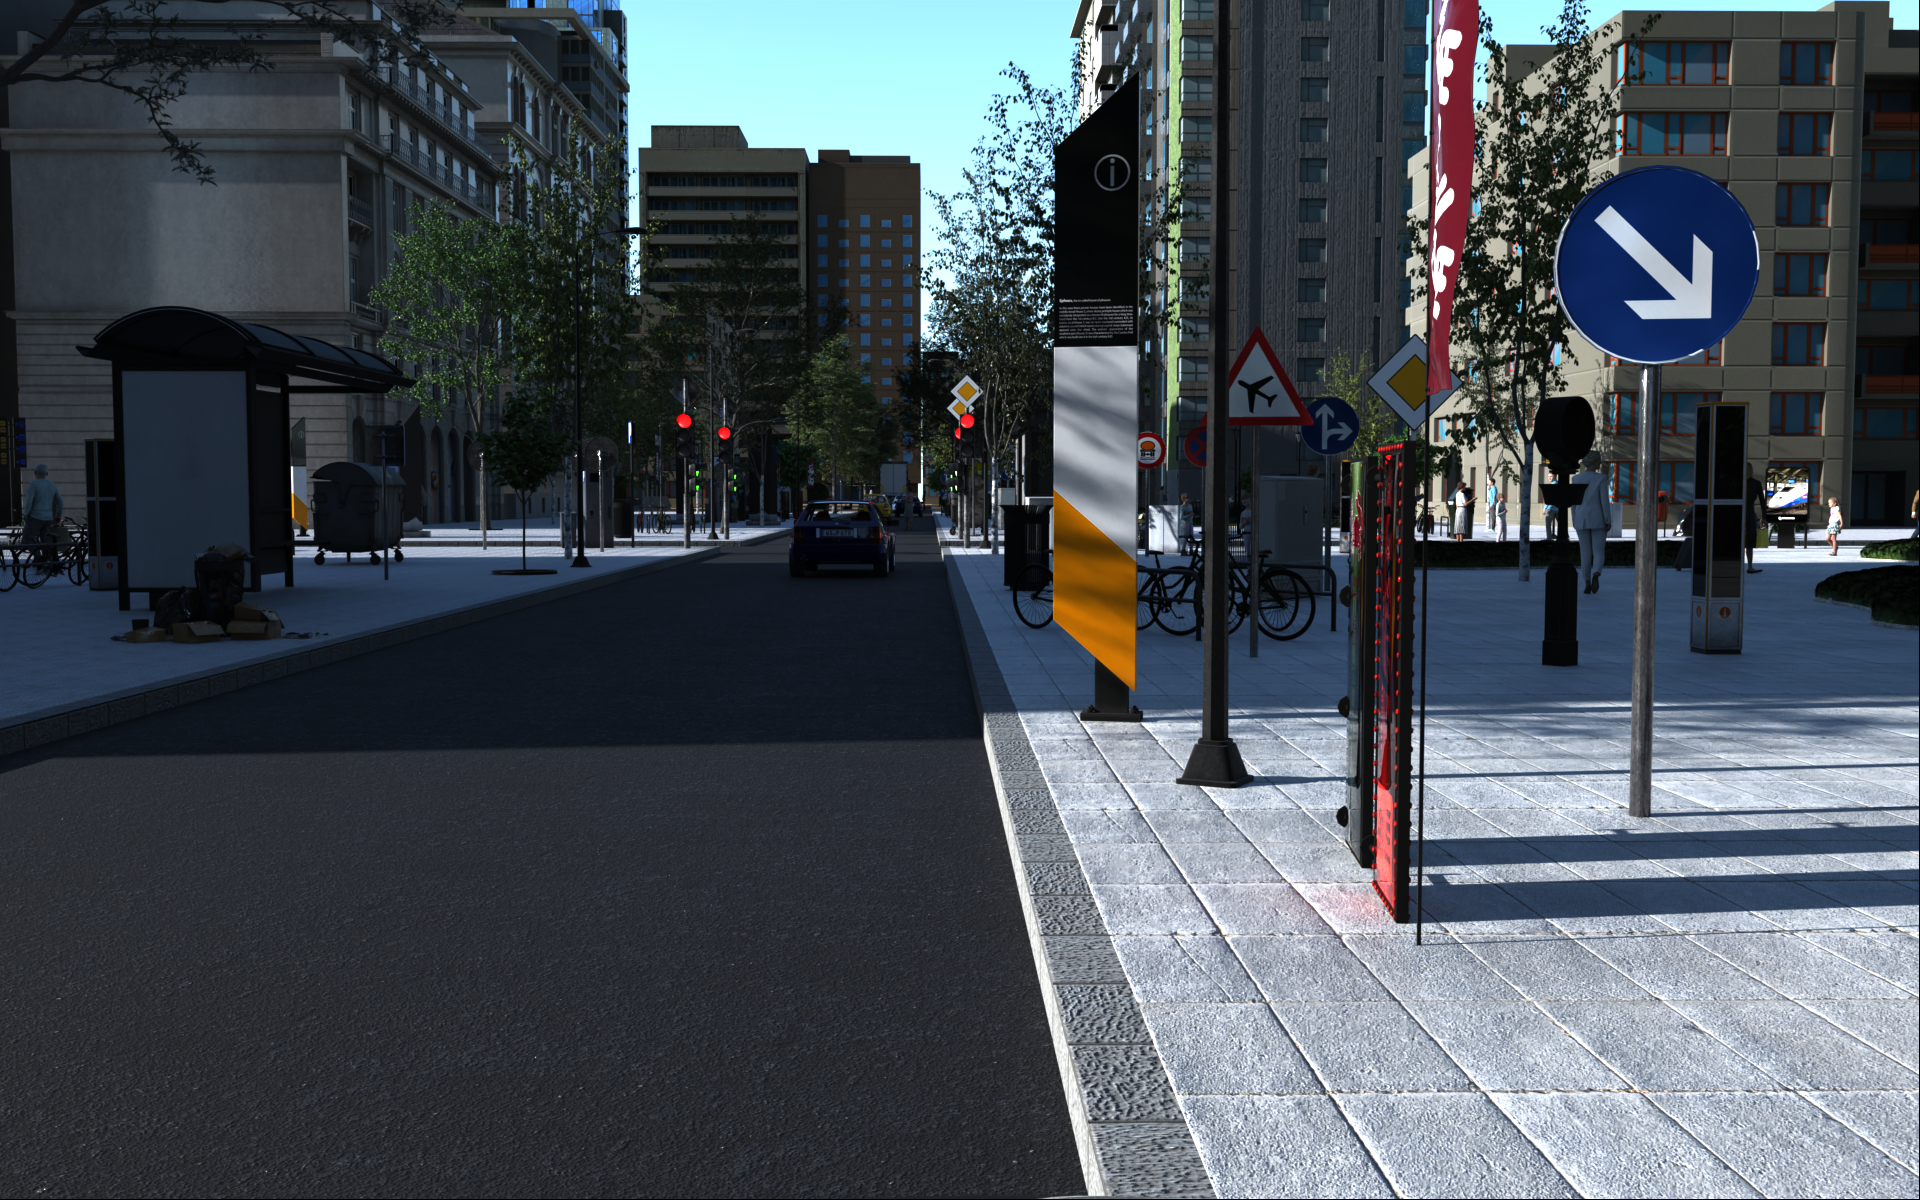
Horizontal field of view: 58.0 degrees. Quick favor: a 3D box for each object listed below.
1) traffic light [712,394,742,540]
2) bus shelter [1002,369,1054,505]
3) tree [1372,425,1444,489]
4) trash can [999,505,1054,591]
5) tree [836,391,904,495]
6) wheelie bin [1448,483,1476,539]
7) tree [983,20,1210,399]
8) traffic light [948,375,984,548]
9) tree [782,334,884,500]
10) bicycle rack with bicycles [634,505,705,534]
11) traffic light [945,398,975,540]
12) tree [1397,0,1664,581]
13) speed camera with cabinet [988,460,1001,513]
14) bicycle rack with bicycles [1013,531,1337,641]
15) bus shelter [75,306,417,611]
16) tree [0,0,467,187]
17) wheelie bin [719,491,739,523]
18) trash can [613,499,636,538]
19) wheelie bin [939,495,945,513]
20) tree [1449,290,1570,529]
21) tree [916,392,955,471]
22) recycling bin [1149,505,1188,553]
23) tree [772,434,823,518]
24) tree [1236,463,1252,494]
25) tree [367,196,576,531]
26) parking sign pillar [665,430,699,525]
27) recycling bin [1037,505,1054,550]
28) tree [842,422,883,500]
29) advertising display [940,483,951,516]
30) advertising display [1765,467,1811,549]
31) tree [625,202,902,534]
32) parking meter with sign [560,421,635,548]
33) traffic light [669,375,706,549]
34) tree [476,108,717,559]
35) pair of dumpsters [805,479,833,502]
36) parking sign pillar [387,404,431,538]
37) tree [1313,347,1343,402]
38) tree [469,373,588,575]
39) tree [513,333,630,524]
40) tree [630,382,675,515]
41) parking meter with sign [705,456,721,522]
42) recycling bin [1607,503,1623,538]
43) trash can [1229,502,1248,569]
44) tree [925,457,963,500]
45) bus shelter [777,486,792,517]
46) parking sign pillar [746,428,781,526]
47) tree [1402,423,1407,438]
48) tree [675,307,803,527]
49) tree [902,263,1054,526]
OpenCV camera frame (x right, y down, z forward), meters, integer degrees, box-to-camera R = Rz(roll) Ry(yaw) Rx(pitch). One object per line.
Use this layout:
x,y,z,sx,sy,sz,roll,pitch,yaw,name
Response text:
-6.561,-3.657,48.709,0.839,4.253,0.868,0,4,-1,traffic light
2.627,-4.600,52.837,2.179,5.291,8.768,0,4,-1,bus shelter
20.961,-5.978,81.454,4.285,4.588,4.351,0,3,0,tree
0.890,-0.701,23.109,0.748,1.137,0.748,0,3,0,trash can
-10.886,-17.950,200.140,9.857,13.997,8.962,0,3,0,tree
14.296,-2.534,49.332,0.693,1.594,0.980,0,4,2,wheelie bin
1.979,-4.755,28.104,4.360,8.622,3.978,0,3,0,tree
0.147,-3.177,40.863,0.839,4.253,0.868,0,4,-1,traffic light
-9.062,-12.490,122.340,7.486,12.596,7.792,0,3,0,tree
-9.402,-2.634,56.454,2.852,0.926,2.925,-1,4,-11,bicycle rack with bicycles
-0.001,-3.665,48.846,0.839,4.253,0.868,0,4,-1,traffic light
8.390,-4.599,25.552,4.737,8.622,4.395,0,3,0,tree
1.635,-6.419,99.290,0.660,3.252,2.038,2,4,29,speed camera with cabinet
2.253,-0.169,16.150,2.852,0.926,2.925,-3,4,-36,bicycle rack with bicycles
-8.530,-1.683,21.440,2.014,3.302,5.546,0,4,-1,bus shelter
-7.374,-6.114,10.329,12.009,13.543,11.850,0,3,0,tree
-10.321,-4.252,77.421,0.980,1.594,0.693,2,4,29,wheelie bin
-9.818,-2.374,50.475,0.748,1.137,0.748,0,3,0,trash can
-0.902,-6.552,115.027,0.980,1.594,0.693,0,4,6,wheelie bin
19.369,-6.857,62.471,4.360,8.622,3.978,0,3,0,tree
-0.890,-10.399,120.393,4.737,8.622,4.395,0,3,0,tree
4.592,-1.564,38.132,0.722,1.027,0.722,2,4,23,recycling bin
-9.055,-6.742,93.947,4.285,4.588,4.351,0,3,0,tree
18.191,-6.945,108.147,1.663,3.219,1.824,0,3,0,tree
-17.007,-8.289,61.286,9.928,11.665,9.643,0,3,0,tree
-11.773,-5.183,73.217,1.447,3.967,1.447,0,4,-7,parking sign pillar
2.125,-1.621,39.062,0.722,1.027,0.722,1,4,10,recycling bin
-9.788,-14.243,183.236,4.737,8.622,4.395,0,3,0,tree
-0.678,-5.803,100.094,0.974,1.923,0.123,-2,4,-25,advertising display
19.514,-2.180,40.859,0.974,1.923,0.123,3,4,38,advertising display
-7.316,-7.404,55.475,7.601,10.594,8.767,2,4,25,tree
-8.640,-2.753,41.270,1.738,3.016,0.543,-1,4,-18,parking meter with sign
-6.412,-3.168,40.726,0.839,4.253,0.868,0,4,-1,traffic light
-7.631,-5.124,34.146,4.737,8.622,4.395,0,3,0,tree
-8.876,-6.500,108.772,1.574,2.255,4.437,0,4,-1,pair of dumpsters
-16.412,-3.833,51.141,1.447,3.967,1.447,1,4,10,parking sign pillar
19.865,-8.364,87.116,4.737,8.622,4.395,0,3,0,tree
-7.124,-2.032,27.832,1.663,3.219,1.824,0,3,0,tree
-17.095,-7.518,73.275,4.360,8.622,3.978,0,3,0,tree
-19.686,-9.608,107.460,4.360,8.622,3.978,0,3,0,tree
-11.211,-5.054,78.890,0.543,3.016,1.738,0,4,6,parking meter with sign
18.962,-2.347,50.935,0.722,1.027,0.722,-1,4,-14,recycling bin
4.743,-1.112,29.838,0.748,1.137,0.748,0,3,0,trash can
-0.717,-9.444,138.125,4.285,4.588,4.351,0,3,0,tree
-10.366,-6.538,100.815,2.014,3.302,5.546,0,4,-1,bus shelter
-8.076,-5.046,70.969,1.447,3.967,1.447,3,5,42,parking sign pillar
27.713,-9.296,102.344,4.360,8.622,3.978,0,3,0,tree
-7.854,-7.114,66.671,4.360,8.622,3.978,0,3,0,tree
0.745,-8.251,69.309,8.767,10.594,7.601,2,4,31,tree
